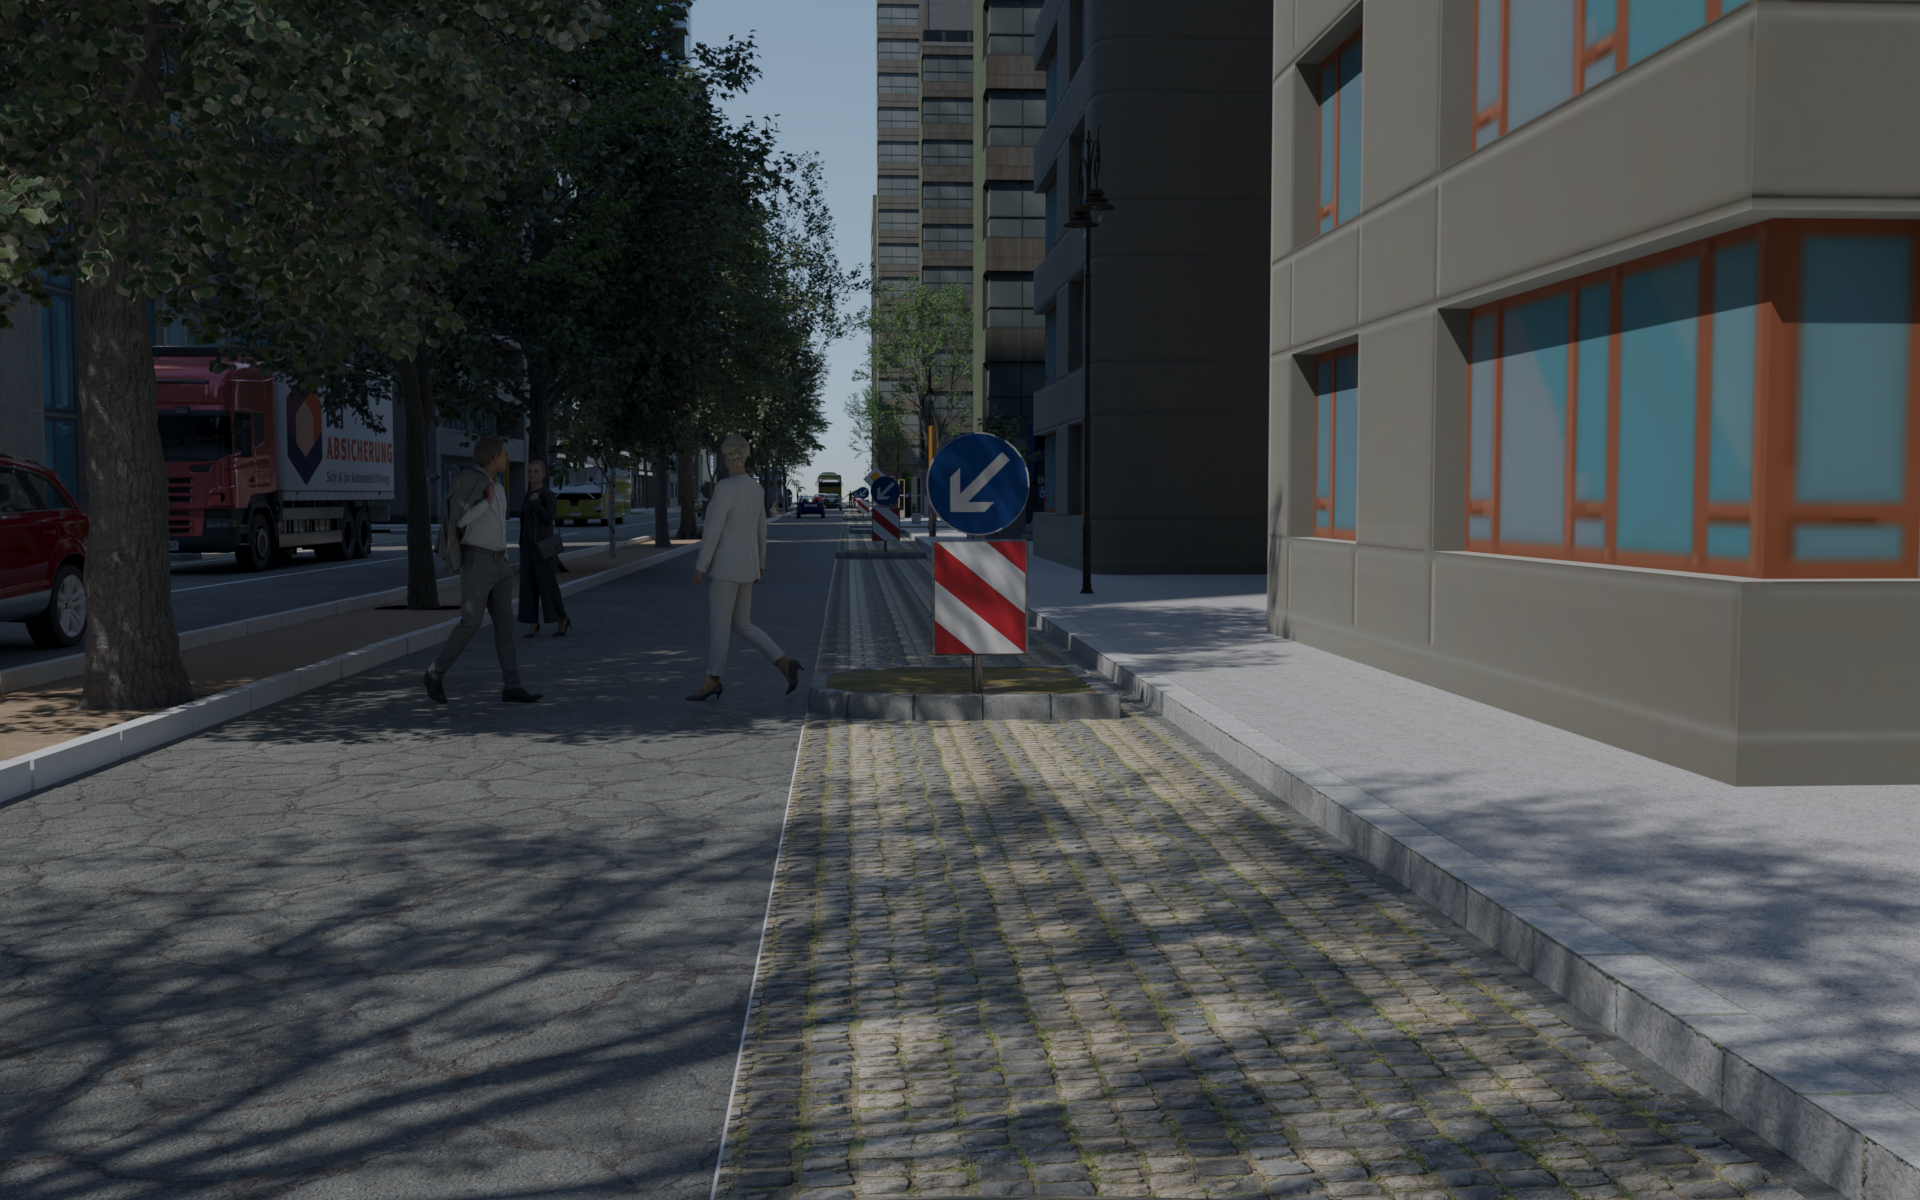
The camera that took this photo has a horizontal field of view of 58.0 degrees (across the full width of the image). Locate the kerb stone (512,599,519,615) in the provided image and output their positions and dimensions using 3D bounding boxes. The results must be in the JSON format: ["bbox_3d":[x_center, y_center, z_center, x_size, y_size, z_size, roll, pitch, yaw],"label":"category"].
[{"bbox_3d":[-5.299,0.128,20.098,0.120,0.150,1.000,0,4,-4],"label":"kerb stone"}]

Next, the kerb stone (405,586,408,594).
[{"bbox_3d":[-7.665,-0.116,24.086,0.120,0.150,1.000,0,4,-4],"label":"kerb stone"}]

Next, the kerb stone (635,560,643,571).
[{"bbox_3d":[-6.098,-0.620,32.391,0.120,0.150,1.000,0,4,-4],"label":"kerb stone"}]

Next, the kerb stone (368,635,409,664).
[{"bbox_3d":[-4.981,0.442,14.995,0.120,0.150,1.000,0,4,-4],"label":"kerb stone"}]

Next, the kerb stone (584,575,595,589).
[{"bbox_3d":[-5.699,-0.247,26.240,0.120,0.150,1.000,0,4,-4],"label":"kerb stone"}]

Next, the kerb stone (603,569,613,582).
[{"bbox_3d":[-5.832,-0.373,28.288,0.120,0.150,1.000,0,4,-4],"label":"kerb stone"}]

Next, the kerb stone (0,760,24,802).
[{"bbox_3d":[-4.508,0.878,7.847,0.120,0.150,1.000,0,4,-4],"label":"kerb stone"}]

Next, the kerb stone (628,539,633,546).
[{"bbox_3d":[-9.180,-1.551,47.600,0.120,0.150,1.000,0,4,-4],"label":"kerb stone"}]

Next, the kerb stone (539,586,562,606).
[{"bbox_3d":[-5.507,-0.059,23.166,0.120,0.150,1.000,0,4,-4],"label":"kerb stone"}]

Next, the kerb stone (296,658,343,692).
[{"bbox_3d":[-4.842,0.575,12.956,0.120,0.150,1.000,0,4,-4],"label":"kerb stone"}]

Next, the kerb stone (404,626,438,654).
[{"bbox_3d":[-5.034,0.378,16.016,0.120,0.150,1.000,0,4,-4],"label":"kerb stone"}]

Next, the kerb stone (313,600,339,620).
[{"bbox_3d":[-7.407,0.138,19.998,0.120,0.150,1.000,0,4,-4],"label":"kerb stone"}]

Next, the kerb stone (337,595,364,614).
[{"bbox_3d":[-7.464,0.072,21.019,0.120,0.150,1.000,0,4,-4],"label":"kerb stone"}]

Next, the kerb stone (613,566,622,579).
[{"bbox_3d":[-5.898,-0.436,29.318,0.120,0.150,1.000,0,4,-4],"label":"kerb stone"}]

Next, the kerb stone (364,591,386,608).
[{"bbox_3d":[-7.529,0.014,22.041,0.120,0.150,1.000,0,4,-4],"label":"kerb stone"}]

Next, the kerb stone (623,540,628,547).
[{"bbox_3d":[-9.126,-1.491,46.579,0.120,0.150,1.000,0,4,-4],"label":"kerb stone"}]

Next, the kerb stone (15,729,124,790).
[{"bbox_3d":[-4.567,0.815,8.867,0.120,0.150,1.000,0,4,-4],"label":"kerb stone"}]

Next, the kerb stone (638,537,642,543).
[{"bbox_3d":[-9.315,-1.679,49.641,0.120,0.150,1.000,0,4,-4],"label":"kerb stone"}]

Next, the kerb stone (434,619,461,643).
[{"bbox_3d":[-5.099,0.321,17.036,0.120,0.150,1.000,0,4,-4],"label":"kerb stone"}]

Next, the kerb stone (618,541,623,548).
[{"bbox_3d":[-9.059,-1.426,45.557,0.120,0.150,1.000,0,4,-4],"label":"kerb stone"}]

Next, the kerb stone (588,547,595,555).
[{"bbox_3d":[-8.728,-1.111,40.454,0.120,0.150,1.000,0,4,-4],"label":"kerb stone"}]

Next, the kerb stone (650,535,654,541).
[{"bbox_3d":[-9.517,-1.867,52.715,0.120,0.150,1.000,0,4,-4],"label":"kerb stone"}]

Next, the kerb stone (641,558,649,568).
[{"bbox_3d":[-6.165,-0.681,33.411,0.120,0.150,1.000,0,4,-4],"label":"kerb stone"}]

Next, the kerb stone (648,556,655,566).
[{"bbox_3d":[-6.231,-0.744,34.431,0.120,0.150,1.000,0,4,-4],"label":"kerb stone"}]

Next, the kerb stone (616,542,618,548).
[{"bbox_3d":[-8.987,-1.366,44.538,0.120,0.150,1.000,0,4,-4],"label":"kerb stone"}]

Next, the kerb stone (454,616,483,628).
[{"bbox_3d":[-5.167,0.253,18.056,0.120,0.150,1.000,0,4,-4],"label":"kerb stone"}]

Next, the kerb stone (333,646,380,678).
[{"bbox_3d":[-4.900,0.507,13.976,0.120,0.150,1.000,0,4,-4],"label":"kerb stone"}]

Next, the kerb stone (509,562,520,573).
[{"bbox_3d":[-8.195,-0.616,32.263,0.120,0.150,1.000,0,4,-4],"label":"kerb stone"}]

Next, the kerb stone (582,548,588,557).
[{"bbox_3d":[-8.659,-1.052,39.429,0.120,0.150,1.000,0,4,-4],"label":"kerb stone"}]

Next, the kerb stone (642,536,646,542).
[{"bbox_3d":[-9.384,-1.741,50.661,0.120,0.150,1.000,0,4,-4],"label":"kerb stone"}]

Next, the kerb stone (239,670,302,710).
[{"bbox_3d":[-4.773,0.628,11.935,0.120,0.150,1.000,0,4,-4],"label":"kerb stone"}]

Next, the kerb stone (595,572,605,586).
[{"bbox_3d":[-5.760,-0.305,27.268,0.120,0.150,1.000,0,4,-4],"label":"kerb stone"}]

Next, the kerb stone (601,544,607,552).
[{"bbox_3d":[-8.859,-1.239,42.494,0.120,0.150,1.000,0,4,-4],"label":"kerb stone"}]

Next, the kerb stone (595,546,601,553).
[{"bbox_3d":[-8.795,-1.179,41.473,0.120,0.150,1.000,0,4,-4],"label":"kerb stone"}]

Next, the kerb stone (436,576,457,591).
[{"bbox_3d":[-7.796,-0.238,26.132,0.120,0.150,1.000,0,4,-4],"label":"kerb stone"}]

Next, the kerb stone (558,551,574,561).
[{"bbox_3d":[-8.524,-0.928,37.383,0.120,0.150,1.000,0,4,-4],"label":"kerb stone"}]

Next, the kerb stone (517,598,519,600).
[{"bbox_3d":[-5.369,0.066,21.118,0.120,0.150,1.000,0,4,-4],"label":"kerb stone"}]

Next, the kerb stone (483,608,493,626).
[{"bbox_3d":[-5.238,0.192,19.076,0.120,0.150,1.000,0,4,-4],"label":"kerb stone"}]

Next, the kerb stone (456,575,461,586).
[{"bbox_3d":[-7.864,-0.303,27.152,0.120,0.150,1.000,0,4,-4],"label":"kerb stone"}]

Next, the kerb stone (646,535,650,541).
[{"bbox_3d":[-9.452,-1.804,51.690,0.120,0.150,1.000,0,4,-4],"label":"kerb stone"}]

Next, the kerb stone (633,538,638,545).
[{"bbox_3d":[-9.246,-1.614,48.621,0.120,0.150,1.000,0,4,-4],"label":"kerb stone"}]

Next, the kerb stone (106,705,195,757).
[{"bbox_3d":[-4.636,0.753,9.887,0.120,0.150,1.000,0,4,-4],"label":"kerb stone"}]

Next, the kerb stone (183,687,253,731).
[{"bbox_3d":[-4.705,0.693,10.914,0.120,0.150,1.000,0,4,-4],"label":"kerb stone"}]

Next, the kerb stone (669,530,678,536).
[{"bbox_3d":[-10.052,-2.367,60.888,0.120,0.150,1.000,0,4,-4],"label":"kerb stone"}]

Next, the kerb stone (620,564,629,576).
[{"bbox_3d":[-5.961,-0.497,30.338,0.120,0.150,1.000,0,4,-4],"label":"kerb stone"}]

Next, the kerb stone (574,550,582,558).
[{"bbox_3d":[-8.587,-0.992,38.409,0.120,0.150,1.000,0,4,-4],"label":"kerb stone"}]

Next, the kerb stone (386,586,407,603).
[{"bbox_3d":[-7.591,-0.045,23.067,0.120,0.150,1.000,0,4,-4],"label":"kerb stone"}]

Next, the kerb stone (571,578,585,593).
[{"bbox_3d":[-5.636,-0.185,25.218,0.120,0.150,1.000,0,4,-4],"label":"kerb stone"}]

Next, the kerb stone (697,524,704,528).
[{"bbox_3d":[-10.817,-3.089,72.737,0.120,0.150,1.000,0,4,-4],"label":"kerb stone"}]

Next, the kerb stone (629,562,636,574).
[{"bbox_3d":[-6.028,-0.561,31.365,0.120,0.150,1.000,0,4,-4],"label":"kerb stone"}]

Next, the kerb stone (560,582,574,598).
[{"bbox_3d":[-5.562,-0.116,24.191,0.120,0.150,1.000,0,4,-4],"label":"kerb stone"}]

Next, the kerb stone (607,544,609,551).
[{"bbox_3d":[-8.925,-1.298,43.518,0.120,0.150,1.000,0,4,-4],"label":"kerb stone"}]
